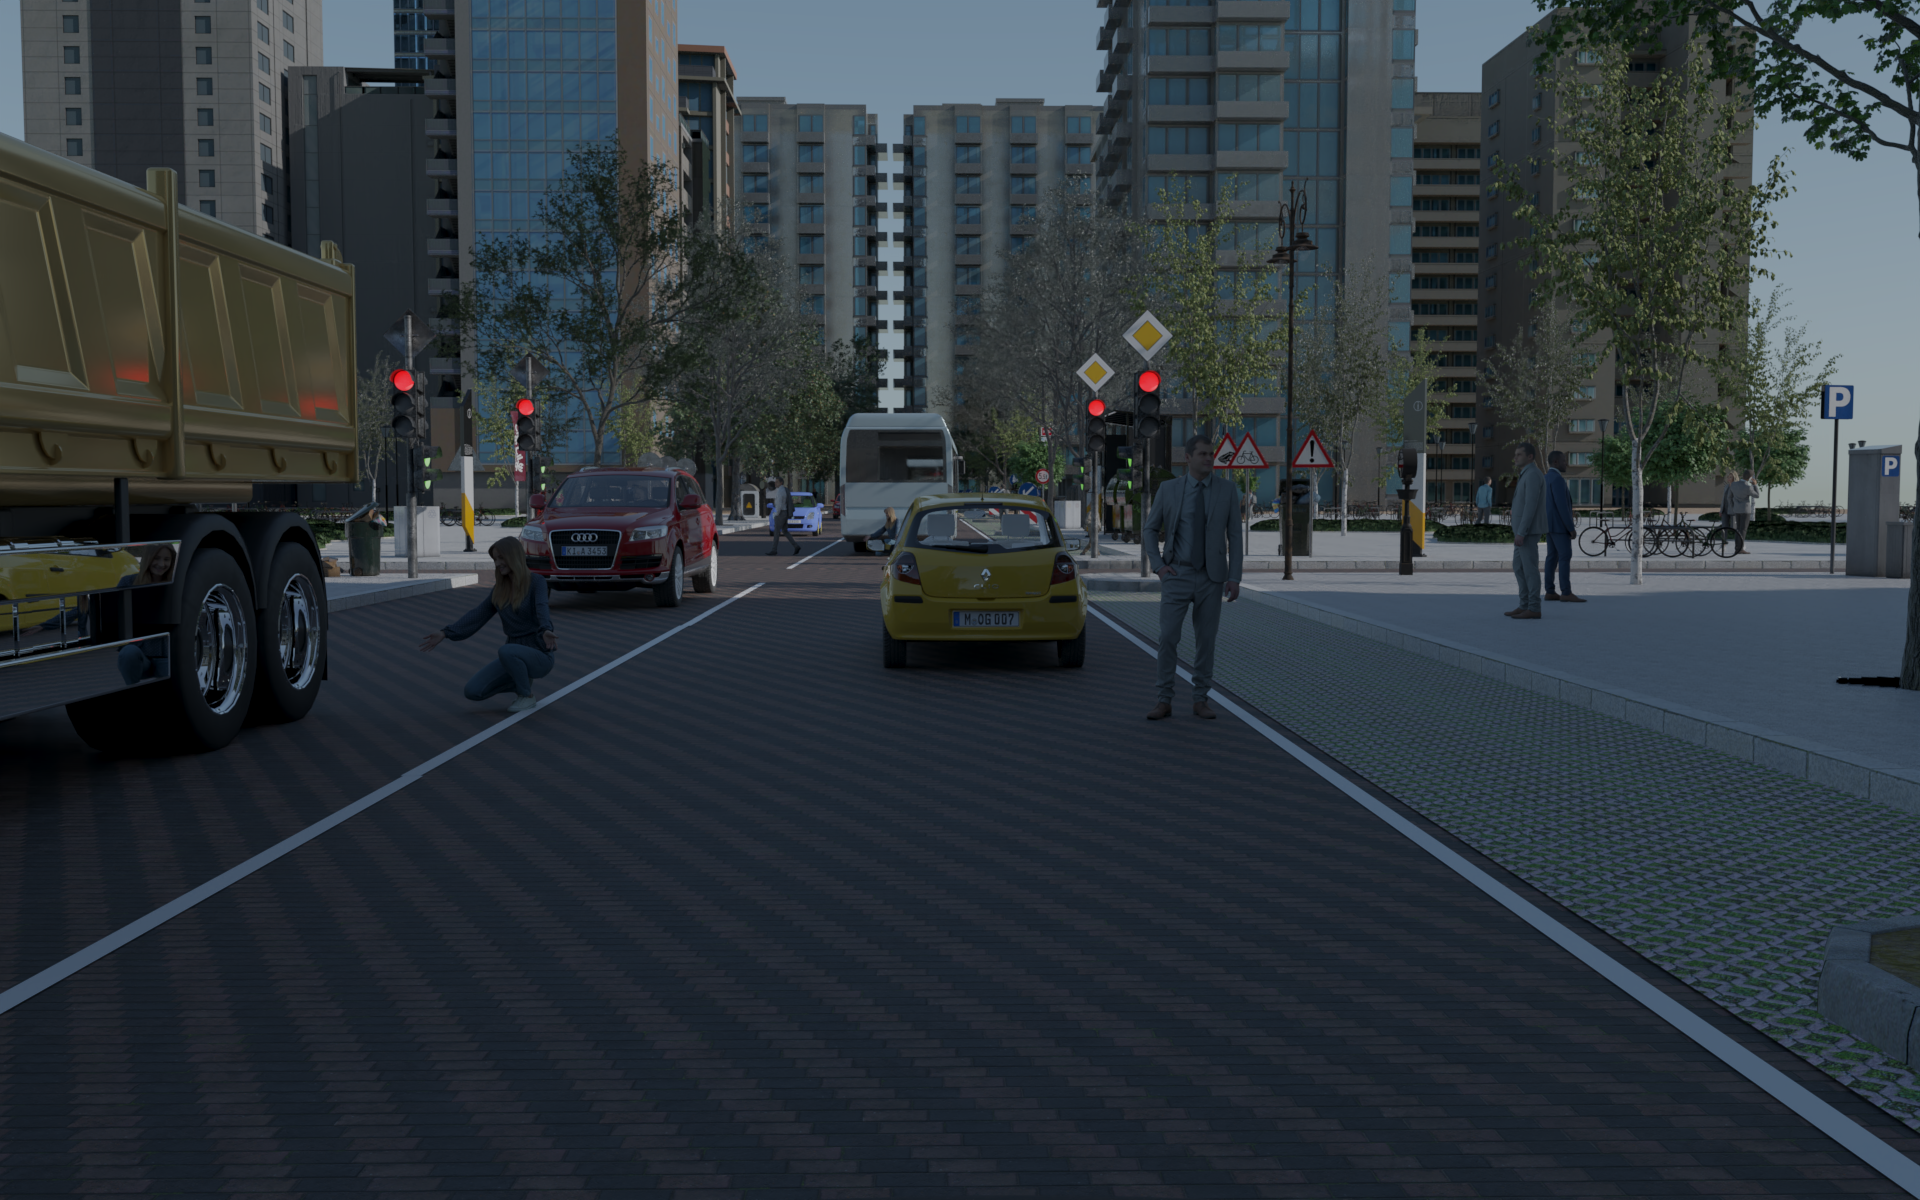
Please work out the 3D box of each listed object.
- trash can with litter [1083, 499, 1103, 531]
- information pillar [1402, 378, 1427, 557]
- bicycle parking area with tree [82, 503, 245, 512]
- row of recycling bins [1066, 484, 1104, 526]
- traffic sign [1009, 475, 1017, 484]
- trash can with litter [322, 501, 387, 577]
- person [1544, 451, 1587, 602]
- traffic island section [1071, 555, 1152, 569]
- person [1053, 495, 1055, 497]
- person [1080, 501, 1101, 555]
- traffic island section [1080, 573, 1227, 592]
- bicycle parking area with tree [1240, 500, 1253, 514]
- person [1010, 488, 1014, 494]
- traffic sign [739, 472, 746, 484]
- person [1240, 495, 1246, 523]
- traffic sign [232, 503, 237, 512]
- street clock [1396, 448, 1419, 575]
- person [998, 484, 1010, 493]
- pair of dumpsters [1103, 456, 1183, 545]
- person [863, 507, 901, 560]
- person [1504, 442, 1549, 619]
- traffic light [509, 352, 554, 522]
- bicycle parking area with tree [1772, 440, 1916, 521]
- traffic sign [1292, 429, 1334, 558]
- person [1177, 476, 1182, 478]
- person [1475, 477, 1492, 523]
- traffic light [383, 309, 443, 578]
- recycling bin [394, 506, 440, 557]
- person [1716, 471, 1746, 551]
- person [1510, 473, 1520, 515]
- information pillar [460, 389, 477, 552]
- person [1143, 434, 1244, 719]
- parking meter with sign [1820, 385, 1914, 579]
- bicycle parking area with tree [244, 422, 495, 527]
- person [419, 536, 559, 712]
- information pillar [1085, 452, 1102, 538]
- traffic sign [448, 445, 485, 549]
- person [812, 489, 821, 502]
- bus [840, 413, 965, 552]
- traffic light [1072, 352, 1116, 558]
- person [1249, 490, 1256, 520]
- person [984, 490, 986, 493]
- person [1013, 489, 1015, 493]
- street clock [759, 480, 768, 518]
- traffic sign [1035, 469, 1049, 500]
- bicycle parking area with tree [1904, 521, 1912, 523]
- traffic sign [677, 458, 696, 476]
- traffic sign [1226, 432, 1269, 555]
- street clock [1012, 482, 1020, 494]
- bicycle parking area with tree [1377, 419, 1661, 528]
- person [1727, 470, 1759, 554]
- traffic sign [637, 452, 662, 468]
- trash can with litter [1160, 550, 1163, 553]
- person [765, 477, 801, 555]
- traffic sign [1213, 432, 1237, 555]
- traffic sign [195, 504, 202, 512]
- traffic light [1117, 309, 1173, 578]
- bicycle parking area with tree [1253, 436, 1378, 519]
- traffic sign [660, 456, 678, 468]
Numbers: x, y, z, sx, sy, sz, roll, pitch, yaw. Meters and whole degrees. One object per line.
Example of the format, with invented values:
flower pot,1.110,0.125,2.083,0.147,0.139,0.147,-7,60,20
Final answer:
trash can with litter,4.483,-2.925,59.211,0.624,1.170,1.055,-1,4,-20
information pillar,9.268,-2.687,35.285,0.504,3.616,0.183,3,5,44
bicycle parking area with tree,-35.457,-5.836,82.426,9.016,4.147,8.231,1,4,22
row of recycling bins,5.145,-3.919,71.186,1.069,1.692,3.534,-1,4,-12
traffic sign,3.471,-6.612,108.217,0.768,2.556,0.104,0,4,4
trash can with litter,-9.502,-0.951,26.933,1.055,1.170,0.624,-2,4,-30
person,7.159,-0.888,20.747,0.419,1.800,0.721,-1,4,-11
traffic island section,2.709,-0.755,34.630,2.009,0.180,2.903,0,4,-1
person,6.743,-7.700,132.661,1.217,1.743,0.721,1,4,18
person,2.924,-1.542,37.985,0.640,1.303,0.475,2,4,24
traffic island section,2.876,-0.267,26.647,2.009,0.180,2.903,0,4,-1
bicycle parking area with tree,13.336,-6.645,95.650,9.016,4.147,8.231,1,4,15
person,4.063,-7.891,135.143,0.705,1.814,1.350,1,4,14
traffic sign,-12.587,-6.127,99.906,0.795,2.593,0.064,0,4,0
person,12.691,-4.082,77.460,0.362,1.253,0.373,3,5,41
traffic sign,-11.036,-1.610,26.331,0.884,2.594,0.081,0,4,-1
street clock,7.070,-1.396,27.403,0.358,2.002,0.471,0,4,4
person,1.777,-3.698,69.057,0.679,1.850,0.850,0,4,-8
pair of dumpsters,4.872,-2.655,45.911,1.574,2.255,4.437,0,4,-1
person,-1.536,-1.462,37.909,0.738,1.151,1.012,-2,4,-35
person,5.859,-0.716,17.855,0.391,1.810,0.635,1,4,11
traffic light,-8.489,-2.773,34.267,0.839,4.253,0.868,0,4,-1
bicycle parking area with tree,49.022,-6.612,95.109,9.016,4.147,8.231,2,4,35
traffic sign,7.064,-2.129,34.818,0.884,2.594,0.081,0,4,4
person,6.588,-2.817,52.209,0.850,1.850,0.679,-1,4,-21
person,16.384,-2.950,54.292,0.620,1.820,0.660,-2,4,-32
traffic light,-8.323,-2.285,26.284,0.839,4.253,0.868,0,4,-1
recycling bin,-11.122,-1.402,35.471,0.722,1.027,0.722,-3,4,-37
person,17.262,-1.979,38.579,0.728,1.800,0.709,-1,4,-19
person,13.773,-2.211,42.218,0.660,1.820,0.620,-2,4,-33
information pillar,-10.922,-2.877,38.392,0.183,3.616,0.504,0,4,7
person,1.496,-0.155,11.128,0.635,1.810,0.391,0,4,-3
parking meter with sign,14.207,-1.876,26.940,0.543,3.016,1.738,-1,4,-14
bicycle parking area with tree,-23.392,-5.122,70.754,9.016,4.147,8.231,-1,4,-9
person,-2.951,0.155,11.459,1.012,1.151,0.738,2,4,32
information pillar,3.939,-3.644,50.935,0.504,3.616,0.183,3,4,37
traffic sign,-11.229,-2.408,39.370,0.884,2.594,0.081,0,4,8
person,-13.884,-9.771,165.807,1.348,1.822,0.705,0,4,2
bus,-1.389,-3.131,46.053,2.948,3.499,13.247,0,4,1
traffic light,2.669,-2.789,34.515,0.839,4.253,0.868,0,4,-1
person,14.666,-4.814,87.339,0.523,1.515,0.503,-1,4,-10
person,2.429,-9.302,159.600,0.415,1.643,0.593,3,5,44
person,4.860,-9.257,157.411,0.705,1.823,1.348,-2,4,-32
street clock,-10.368,-5.310,91.394,0.471,2.002,0.358,3,5,44
traffic sign,4.160,-5.299,86.749,0.768,2.556,0.104,0,4,2
bicycle parking area with tree,46.764,-5.769,81.327,8.231,4.147,9.016,-1,4,-14
traffic sign,-9.717,-3.743,61.300,0.768,2.556,0.104,0,4,4
traffic sign,5.998,-2.211,36.161,0.884,2.594,0.081,0,4,7
street clock,3.460,-6.247,106.708,0.471,2.002,0.358,-3,4,-38
bicycle parking area with tree,22.727,-4.960,68.096,9.016,4.147,8.231,-3,4,-37
person,16.745,-1.885,37.039,0.473,1.802,0.592,-1,4,-11
traffic sign,-9.449,-3.218,52.725,0.768,2.556,0.104,0,4,5
trash can with litter,5.314,-1.653,38.082,2.233,1.210,1.678,-1,4,-13
person,-4.138,-1.952,40.512,0.850,1.850,0.679,1,4,9
traffic sign,5.643,-2.240,36.625,0.884,2.594,0.081,0,4,2
traffic sign,-9.582,-1.326,21.780,0.768,2.556,0.104,0,4,7
traffic light,2.836,-2.300,26.532,0.839,4.253,0.868,0,4,-1
bicycle parking area with tree,20.464,-5.915,83.715,9.016,4.147,8.231,-3,4,-38
traffic sign,-9.782,-3.527,57.774,0.768,2.556,0.104,0,4,0
